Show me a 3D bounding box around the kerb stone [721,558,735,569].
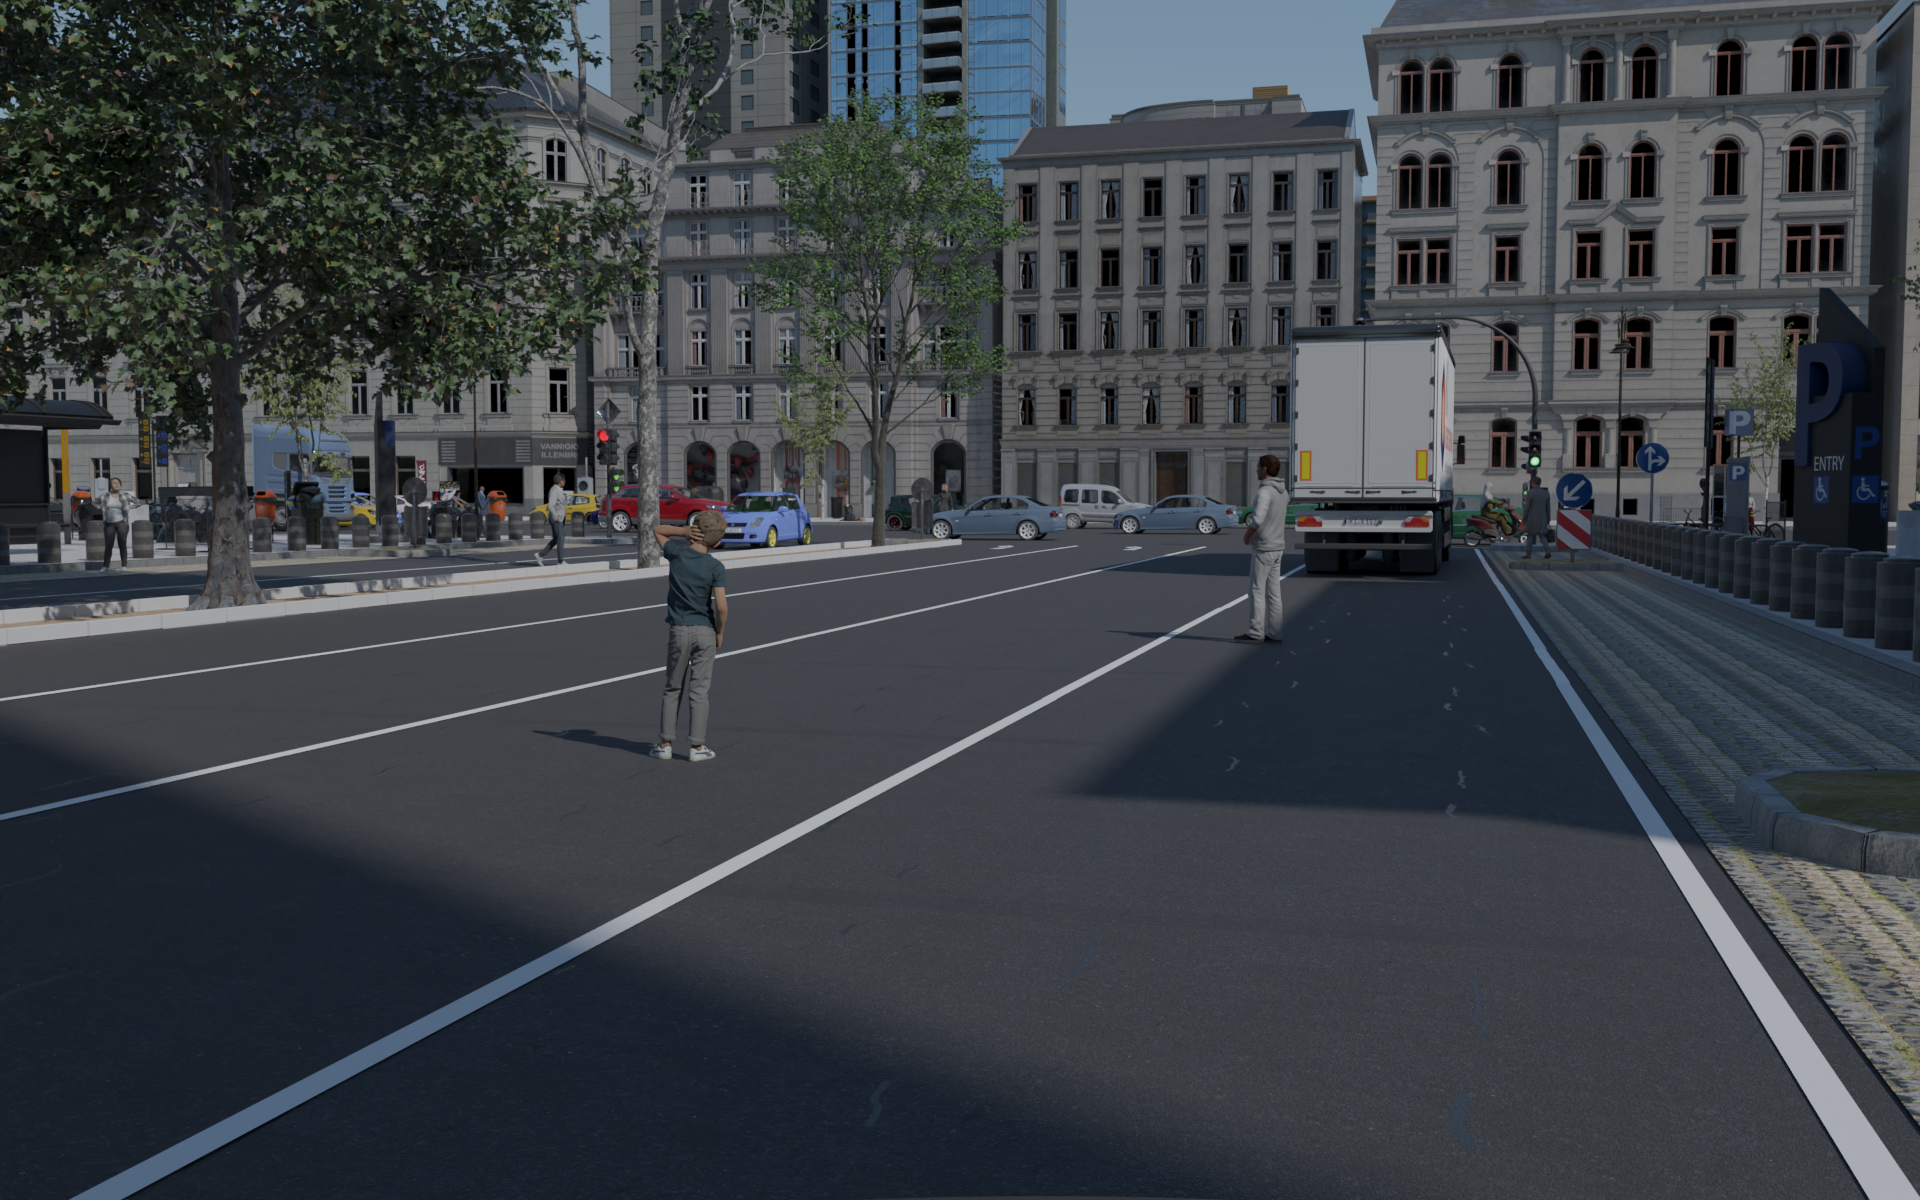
[{"bbox_3d":[-4.553,-0.647,32.772,0.120,0.150,1.000,1,4,15],"label":"kerb stone"}]

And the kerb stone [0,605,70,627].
[{"bbox_3d":[-10.409,0.165,19.504,0.120,0.150,1.000,1,4,15],"label":"kerb stone"}]

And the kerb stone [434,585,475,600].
[{"bbox_3d":[-7.031,-0.101,23.849,0.120,0.150,1.000,1,4,15],"label":"kerb stone"}]

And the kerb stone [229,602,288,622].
[{"bbox_3d":[-8.126,0.141,19.893,0.120,0.150,1.000,1,4,15],"label":"kerb stone"}]

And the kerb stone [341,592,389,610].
[{"bbox_3d":[-7.585,0.023,21.873,0.120,0.150,1.000,1,4,15],"label":"kerb stone"}]

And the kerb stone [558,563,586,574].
[{"bbox_3d":[-7.111,-0.562,31.391,0.120,0.150,1.000,1,4,15],"label":"kerb stone"}]

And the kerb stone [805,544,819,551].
[{"bbox_3d":[-3.810,-1.292,43.313,0.120,0.150,1.000,1,4,15],"label":"kerb stone"}]

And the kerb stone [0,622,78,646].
[{"bbox_3d":[-8.957,0.322,16.928,0.120,0.150,1.000,1,4,15],"label":"kerb stone"}]

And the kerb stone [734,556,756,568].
[{"bbox_3d":[-4.278,-0.708,33.773,0.120,0.150,1.000,1,4,15],"label":"kerb stone"}]

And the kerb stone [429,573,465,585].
[{"bbox_3d":[-8.211,-0.320,27.432,0.120,0.150,1.000,1,4,15],"label":"kerb stone"}]

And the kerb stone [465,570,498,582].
[{"bbox_3d":[-7.946,-0.381,28.428,0.120,0.150,1.000,1,4,15],"label":"kerb stone"}]

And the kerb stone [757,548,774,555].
[{"bbox_3d":[-4.643,-1.109,40.338,0.120,0.150,1.000,1,4,15],"label":"kerb stone"}]

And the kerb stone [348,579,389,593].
[{"bbox_3d":[-8.770,-0.197,25.452,0.120,0.150,1.000,1,4,15],"label":"kerb stone"}]

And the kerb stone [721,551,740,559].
[{"bbox_3d":[-5.180,-0.988,38.357,0.120,0.150,1.000,1,4,15],"label":"kerb stone"}]

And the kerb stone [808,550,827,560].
[{"bbox_3d":[-3.180,-0.951,37.737,0.120,0.150,1.000,1,4,15],"label":"kerb stone"}]

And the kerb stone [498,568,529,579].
[{"bbox_3d":[-7.668,-0.441,29.416,0.120,0.150,1.000,1,4,15],"label":"kerb stone"}]

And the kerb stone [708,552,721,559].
[{"bbox_3d":[-5.463,-0.922,37.361,0.120,0.150,1.000,1,4,15],"label":"kerb stone"}]

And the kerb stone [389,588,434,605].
[{"bbox_3d":[-7.308,-0.041,22.861,0.120,0.150,1.000,1,4,15],"label":"kerb stone"}]

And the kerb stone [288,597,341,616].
[{"bbox_3d":[-7.854,0.080,20.882,0.120,0.150,1.000,1,4,15],"label":"kerb stone"}]

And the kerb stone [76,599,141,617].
[{"bbox_3d":[-10.139,0.111,20.496,0.120,0.150,1.000,1,4,15],"label":"kerb stone"}]

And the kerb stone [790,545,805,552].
[{"bbox_3d":[-4.079,-1.226,42.318,0.120,0.150,1.000,1,4,15],"label":"kerb stone"}]

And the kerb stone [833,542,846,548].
[{"bbox_3d":[-3.258,-1.414,45.308,0.120,0.150,1.000,1,4,15],"label":"kerb stone"}]

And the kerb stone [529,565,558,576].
[{"bbox_3d":[-7.396,-0.502,30.405,0.120,0.150,1.000,1,4,15],"label":"kerb stone"}]

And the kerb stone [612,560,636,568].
[{"bbox_3d":[-6.565,-0.684,33.380,0.120,0.150,1.000,1,4,15],"label":"kerb stone"}]

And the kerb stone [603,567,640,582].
[{"bbox_3d":[-5.645,-0.404,28.795,0.120,0.150,1.000,1,4,15],"label":"kerb stone"}]

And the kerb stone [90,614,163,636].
[{"bbox_3d":[-8.678,0.265,17.916,0.120,0.150,1.000,1,4,15],"label":"kerb stone"}]

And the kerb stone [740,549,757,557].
[{"bbox_3d":[-4.919,-1.044,39.350,0.120,0.150,1.000,1,4,15],"label":"kerb stone"}]

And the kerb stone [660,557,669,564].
[{"bbox_3d":[-6.013,-0.805,35.371,0.120,0.150,1.000,1,4,15],"label":"kerb stone"}]

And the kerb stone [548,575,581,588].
[{"bbox_3d":[-6.205,-0.276,26.817,0.120,0.150,1.000,1,4,15],"label":"kerb stone"}]

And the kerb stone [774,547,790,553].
[{"bbox_3d":[-4.366,-1.170,41.332,0.120,0.150,1.000,1,4,15],"label":"kerb stone"}]

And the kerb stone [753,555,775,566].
[{"bbox_3d":[-4.005,-0.769,34.771,0.120,0.150,1.000,1,4,15],"label":"kerb stone"}]

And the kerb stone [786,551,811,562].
[{"bbox_3d":[-3.455,-0.890,36.748,0.120,0.150,1.000,1,4,15],"label":"kerb stone"}]

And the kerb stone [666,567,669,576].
[{"bbox_3d":[-5.112,-0.520,30.781,0.120,0.150,1.000,1,4,15],"label":"kerb stone"}]

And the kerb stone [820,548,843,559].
[{"bbox_3d":[-2.903,-1.012,38.737,0.120,0.150,1.000,1,4,15],"label":"kerb stone"}]

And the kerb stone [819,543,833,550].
[{"bbox_3d":[-3.531,-1.353,44.319,0.120,0.150,1.000,1,4,15],"label":"kerb stone"}]

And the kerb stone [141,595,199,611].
[{"bbox_3d":[-9.866,0.043,21.489,0.120,0.150,1.000,1,4,15],"label":"kerb stone"}]

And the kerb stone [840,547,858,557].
[{"bbox_3d":[-2.623,-1.072,39.724,0.120,0.150,1.000,1,4,15],"label":"kerb stone"}]

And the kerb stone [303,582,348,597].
[{"bbox_3d":[-9.038,-0.139,24.461,0.120,0.150,1.000,1,4,15],"label":"kerb stone"}]

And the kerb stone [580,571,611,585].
[{"bbox_3d":[-5.932,-0.343,27.806,0.120,0.150,1.000,1,4,15],"label":"kerb stone"}]

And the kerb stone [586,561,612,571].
[{"bbox_3d":[-6.842,-0.623,32.382,0.120,0.150,1.000,1,4,15],"label":"kerb stone"}]

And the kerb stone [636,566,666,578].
[{"bbox_3d":[-5.374,-0.464,29.788,0.120,0.150,1.000,1,4,15],"label":"kerb stone"}]

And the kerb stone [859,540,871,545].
[{"bbox_3d":[-2.715,-1.530,47.289,0.120,0.150,1.000,1,4,15],"label":"kerb stone"}]

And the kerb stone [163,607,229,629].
[{"bbox_3d":[-8.396,0.201,18.902,0.120,0.150,1.000,1,4,15],"label":"kerb stone"}]

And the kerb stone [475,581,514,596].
[{"bbox_3d":[-6.751,-0.157,24.838,0.120,0.150,1.000,1,4,15],"label":"kerb stone"}]

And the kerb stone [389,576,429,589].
[{"bbox_3d":[-8.487,-0.260,26.441,0.120,0.150,1.000,1,4,15],"label":"kerb stone"}]

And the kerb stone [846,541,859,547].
[{"bbox_3d":[-2.985,-1.474,46.297,0.120,0.150,1.000,1,4,15],"label":"kerb stone"}]

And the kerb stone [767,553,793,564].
[{"bbox_3d":[-3.735,-0.830,35.761,0.120,0.150,1.000,1,4,15],"label":"kerb stone"}]

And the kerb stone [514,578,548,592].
[{"bbox_3d":[-6.481,-0.220,25.828,0.120,0.150,1.000,1,4,15],"label":"kerb stone"}]

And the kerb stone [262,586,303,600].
[{"bbox_3d":[-9.306,-0.072,23.471,0.120,0.150,1.000,1,4,15],"label":"kerb stone"}]
